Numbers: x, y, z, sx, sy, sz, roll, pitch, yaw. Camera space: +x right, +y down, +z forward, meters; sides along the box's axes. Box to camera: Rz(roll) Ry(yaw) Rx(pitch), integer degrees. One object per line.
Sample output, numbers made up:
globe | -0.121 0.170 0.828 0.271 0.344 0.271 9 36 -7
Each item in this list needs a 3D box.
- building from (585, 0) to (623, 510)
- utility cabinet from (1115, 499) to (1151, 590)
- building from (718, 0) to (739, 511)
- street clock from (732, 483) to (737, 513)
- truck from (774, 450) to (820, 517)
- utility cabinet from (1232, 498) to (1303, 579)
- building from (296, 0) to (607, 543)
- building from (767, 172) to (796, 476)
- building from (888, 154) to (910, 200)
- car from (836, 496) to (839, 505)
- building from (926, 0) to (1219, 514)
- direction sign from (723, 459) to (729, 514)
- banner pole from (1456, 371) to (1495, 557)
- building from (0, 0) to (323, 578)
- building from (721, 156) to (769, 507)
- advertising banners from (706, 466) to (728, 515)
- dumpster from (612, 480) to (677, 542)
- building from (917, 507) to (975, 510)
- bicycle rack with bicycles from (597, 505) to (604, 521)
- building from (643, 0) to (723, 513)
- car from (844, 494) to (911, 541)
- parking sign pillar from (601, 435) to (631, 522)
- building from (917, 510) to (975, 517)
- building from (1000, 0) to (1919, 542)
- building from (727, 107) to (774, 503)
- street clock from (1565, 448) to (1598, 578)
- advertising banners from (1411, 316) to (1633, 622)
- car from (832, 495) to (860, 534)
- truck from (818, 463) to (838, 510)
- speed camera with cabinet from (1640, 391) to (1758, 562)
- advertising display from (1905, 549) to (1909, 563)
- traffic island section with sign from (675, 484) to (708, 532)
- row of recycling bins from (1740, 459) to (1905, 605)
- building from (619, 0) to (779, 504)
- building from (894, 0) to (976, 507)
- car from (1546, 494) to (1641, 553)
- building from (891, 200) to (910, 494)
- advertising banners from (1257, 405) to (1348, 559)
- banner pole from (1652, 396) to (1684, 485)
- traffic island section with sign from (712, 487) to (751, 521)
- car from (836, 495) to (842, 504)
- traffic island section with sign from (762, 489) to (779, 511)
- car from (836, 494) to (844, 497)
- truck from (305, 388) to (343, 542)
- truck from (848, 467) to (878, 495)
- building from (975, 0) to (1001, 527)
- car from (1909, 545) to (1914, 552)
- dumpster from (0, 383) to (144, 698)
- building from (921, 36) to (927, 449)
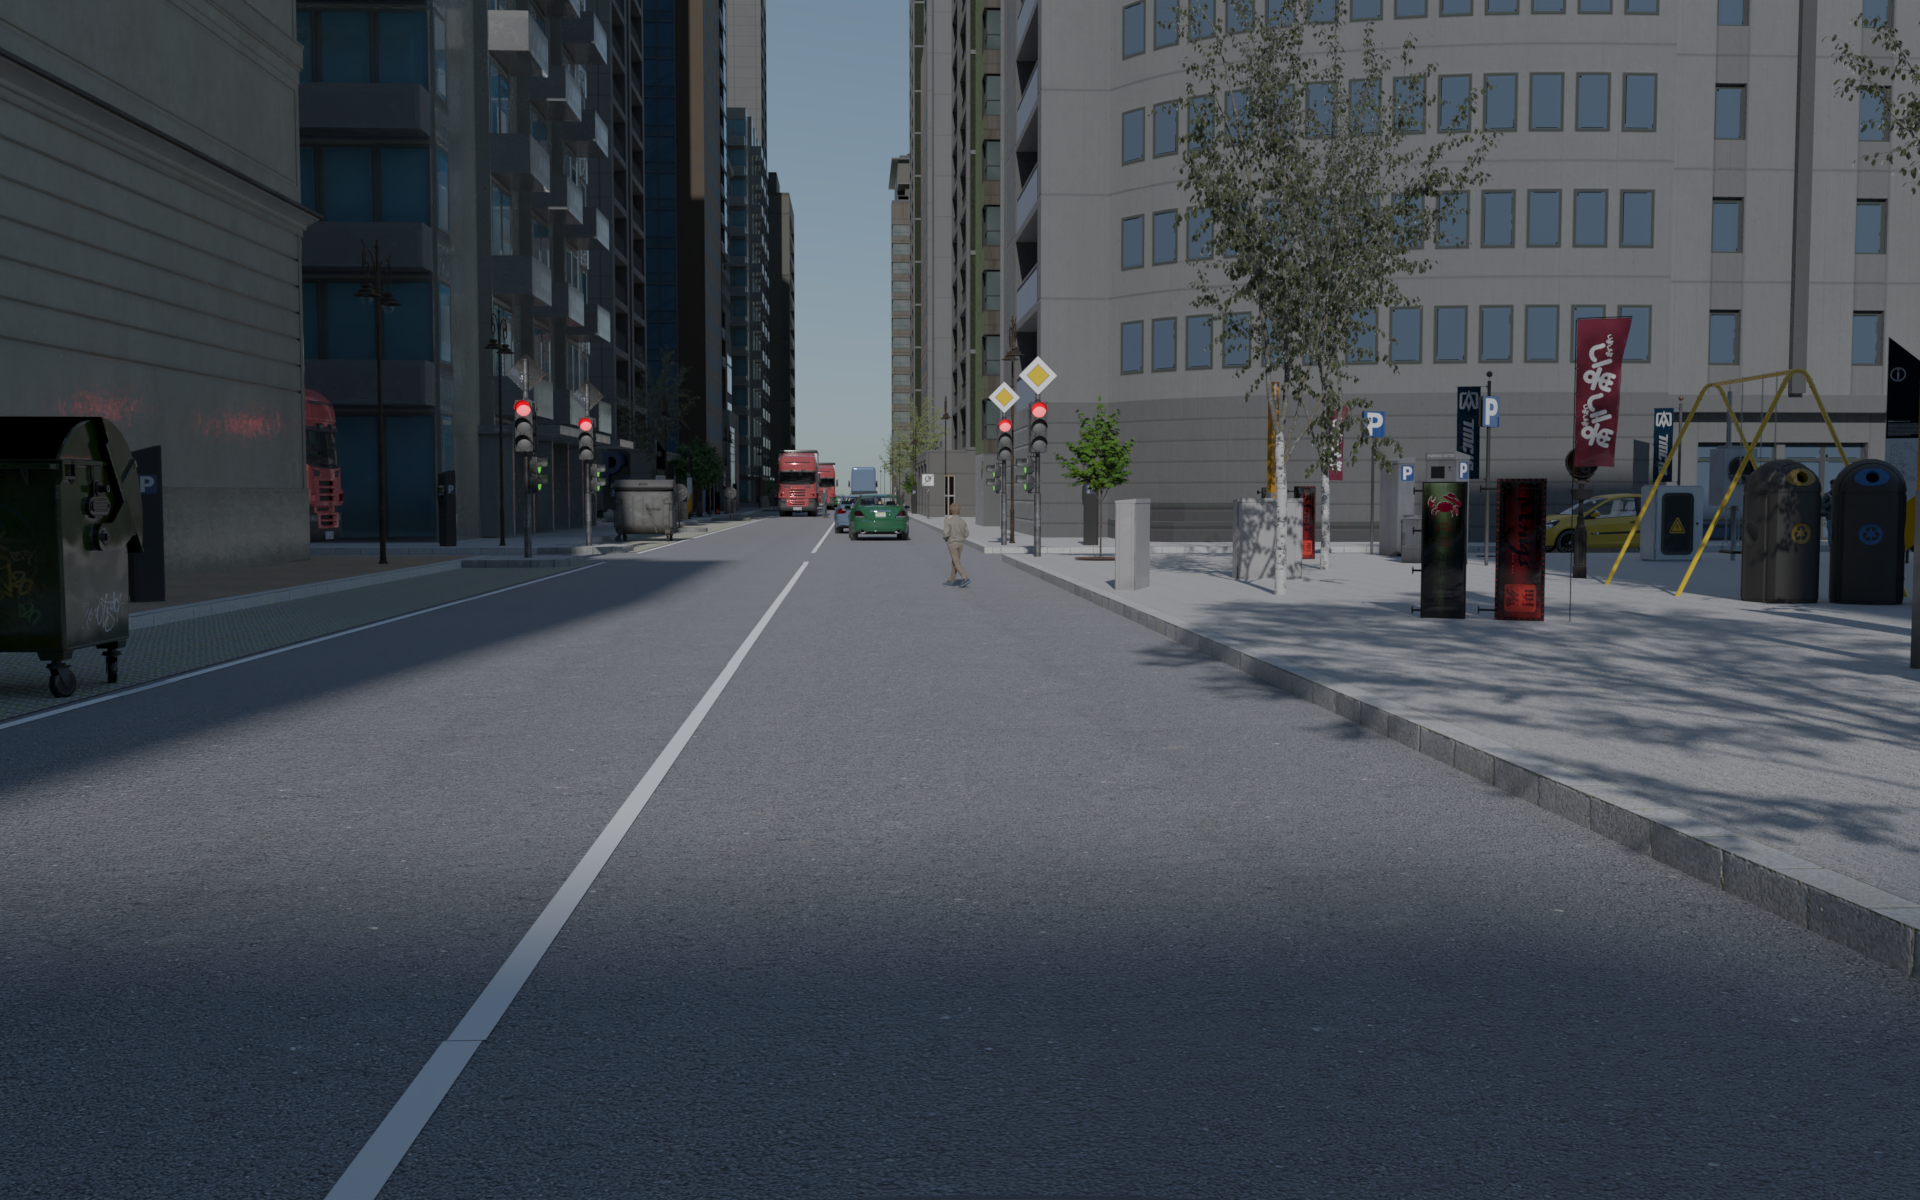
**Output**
building | -27.341 -40.592 101.932 20.563 71.187 20.611 0 4 -3
utility cabinet | 2.340 -0.757 23.533 0.306 1.237 1.020 1 4 17
building | -29.683 -50.894 144.785 22.319 86.520 31.000 0 4 -3
street clock | -15.278 -6.909 117.527 0.358 2.002 0.471 -1 4 -20
truck | -10.416 -7.532 112.055 2.839 4.237 11.283 0 4 -4
utility cabinet | 4.689 -0.933 26.422 1.020 1.237 0.306 0 4 -6
building | -23.957 -26.714 56.377 23.786 49.044 30.456 0 4 -3
building | -36.080 -39.079 262.645 21.300 48.544 21.600 0 4 -3
building | 3.744 -41.285 264.251 28.713 52.752 27.495 0 4 -3
car | -13.878 -10.759 184.712 1.959 1.807 4.718 0 4 -4
building | 7.706 -36.788 143.490 21.231 58.520 28.212 0 4 -3
direction sign | -15.124 -7.330 111.845 0.379 3.537 0.876 -1 4 -15
banner pole | 10.541 -2.774 35.377 0.863 3.779 0.401 1 4 13
building | -26.395 -11.718 24.878 30.059 22.955 16.112 0 4 -3
building | -35.796 -29.446 173.325 32.217 40.220 23.993 0 4 -3
advertising banners | -15.214 -6.864 108.407 0.090 3.025 2.074 2 4 33
dumpster | -9.458 -2.683 52.084 1.865 1.857 1.264 0 4 -3
building | 4.616 -45.519 182.487 20.563 71.187 20.611 0 4 -3
bicycle rack with bicycles | -18.038 -4.300 83.685 2.925 0.926 2.852 3 5 45
building | -24.591 -28.961 123.622 14.600 45.320 14.200 0 4 -3
car | -2.593 -2.630 54.791 2.131 1.459 4.920 0 4 -5
parking sign pillar | -15.607 -5.523 78.778 1.447 3.967 1.447 2 4 32
building | 8.064 -40.409 98.947 20.563 71.187 20.611 0 4 -3
building | 16.062 -31.345 54.487 28.212 58.520 21.231 0 4 -3
building | -35.365 -36.478 216.025 23.786 49.044 30.456 0 4 -3
street clock | 9.458 -1.334 26.381 0.471 2.002 0.358 1 4 14
advertising banners | 5.644 -1.302 17.484 2.074 3.025 0.090 2 4 24
car | -3.733 -3.187 64.114 2.014 1.417 4.499 0 4 -2
truck | -12.524 -10.234 156.244 2.839 4.237 11.283 0 4 -5
speed camera with cabinet | 14.141 -2.373 33.133 2.038 3.252 0.660 0 4 -6
advertising display | 17.876 -1.624 31.773 0.974 1.923 0.123 3 4 38
traffic island section with sign | -10.575 -3.473 65.418 1.989 1.847 2.006 0 4 -3
row of recycling bins | 11.008 -0.795 20.104 3.534 1.692 1.069 2 4 24
building | -35.003 -49.092 240.903 20.563 71.187 20.611 0 4 -3
building | 1.761 -48.130 225.173 20.563 71.187 20.611 0 4 -3
car | 15.512 -1.919 41.604 3.980 1.641 2.015 0 4 -2
building | -2.653 -34.225 243.168 14.154 41.232 14.086 0 4 -3
advertising banners | 6.740 -2.311 33.965 2.074 3.025 0.090 -1 4 -22
banner pole | 18.115 -3.315 44.222 0.863 3.779 0.401 1 4 21
traffic island section with sign | -12.227 -5.137 92.612 1.989 1.847 2.006 0 4 -3
car | -14.691 -11.708 203.779 2.083 1.381 4.827 0 4 -3
traffic island section with sign | -15.255 -8.202 142.722 1.989 1.847 2.006 0 4 -3
car | -16.735 -13.998 240.866 2.014 1.417 4.499 0 4 -4
truck | -18.748 -2.981 37.648 11.283 4.237 2.839 0 4 -2
truck | -9.046 -10.756 165.623 2.967 4.110 18.799 0 4 -5
building | 7.530 -18.538 74.799 14.160 30.474 14.107 0 4 -3
car | 24.476 -1.922 40.106 5.304 1.827 2.281 0 4 -4
dumpster | -7.128 -0.458 12.433 1.985 2.255 1.502 0 4 -5
building | 3.460 -31.491 164.988 14.600 45.320 14.200 0 4 -3
